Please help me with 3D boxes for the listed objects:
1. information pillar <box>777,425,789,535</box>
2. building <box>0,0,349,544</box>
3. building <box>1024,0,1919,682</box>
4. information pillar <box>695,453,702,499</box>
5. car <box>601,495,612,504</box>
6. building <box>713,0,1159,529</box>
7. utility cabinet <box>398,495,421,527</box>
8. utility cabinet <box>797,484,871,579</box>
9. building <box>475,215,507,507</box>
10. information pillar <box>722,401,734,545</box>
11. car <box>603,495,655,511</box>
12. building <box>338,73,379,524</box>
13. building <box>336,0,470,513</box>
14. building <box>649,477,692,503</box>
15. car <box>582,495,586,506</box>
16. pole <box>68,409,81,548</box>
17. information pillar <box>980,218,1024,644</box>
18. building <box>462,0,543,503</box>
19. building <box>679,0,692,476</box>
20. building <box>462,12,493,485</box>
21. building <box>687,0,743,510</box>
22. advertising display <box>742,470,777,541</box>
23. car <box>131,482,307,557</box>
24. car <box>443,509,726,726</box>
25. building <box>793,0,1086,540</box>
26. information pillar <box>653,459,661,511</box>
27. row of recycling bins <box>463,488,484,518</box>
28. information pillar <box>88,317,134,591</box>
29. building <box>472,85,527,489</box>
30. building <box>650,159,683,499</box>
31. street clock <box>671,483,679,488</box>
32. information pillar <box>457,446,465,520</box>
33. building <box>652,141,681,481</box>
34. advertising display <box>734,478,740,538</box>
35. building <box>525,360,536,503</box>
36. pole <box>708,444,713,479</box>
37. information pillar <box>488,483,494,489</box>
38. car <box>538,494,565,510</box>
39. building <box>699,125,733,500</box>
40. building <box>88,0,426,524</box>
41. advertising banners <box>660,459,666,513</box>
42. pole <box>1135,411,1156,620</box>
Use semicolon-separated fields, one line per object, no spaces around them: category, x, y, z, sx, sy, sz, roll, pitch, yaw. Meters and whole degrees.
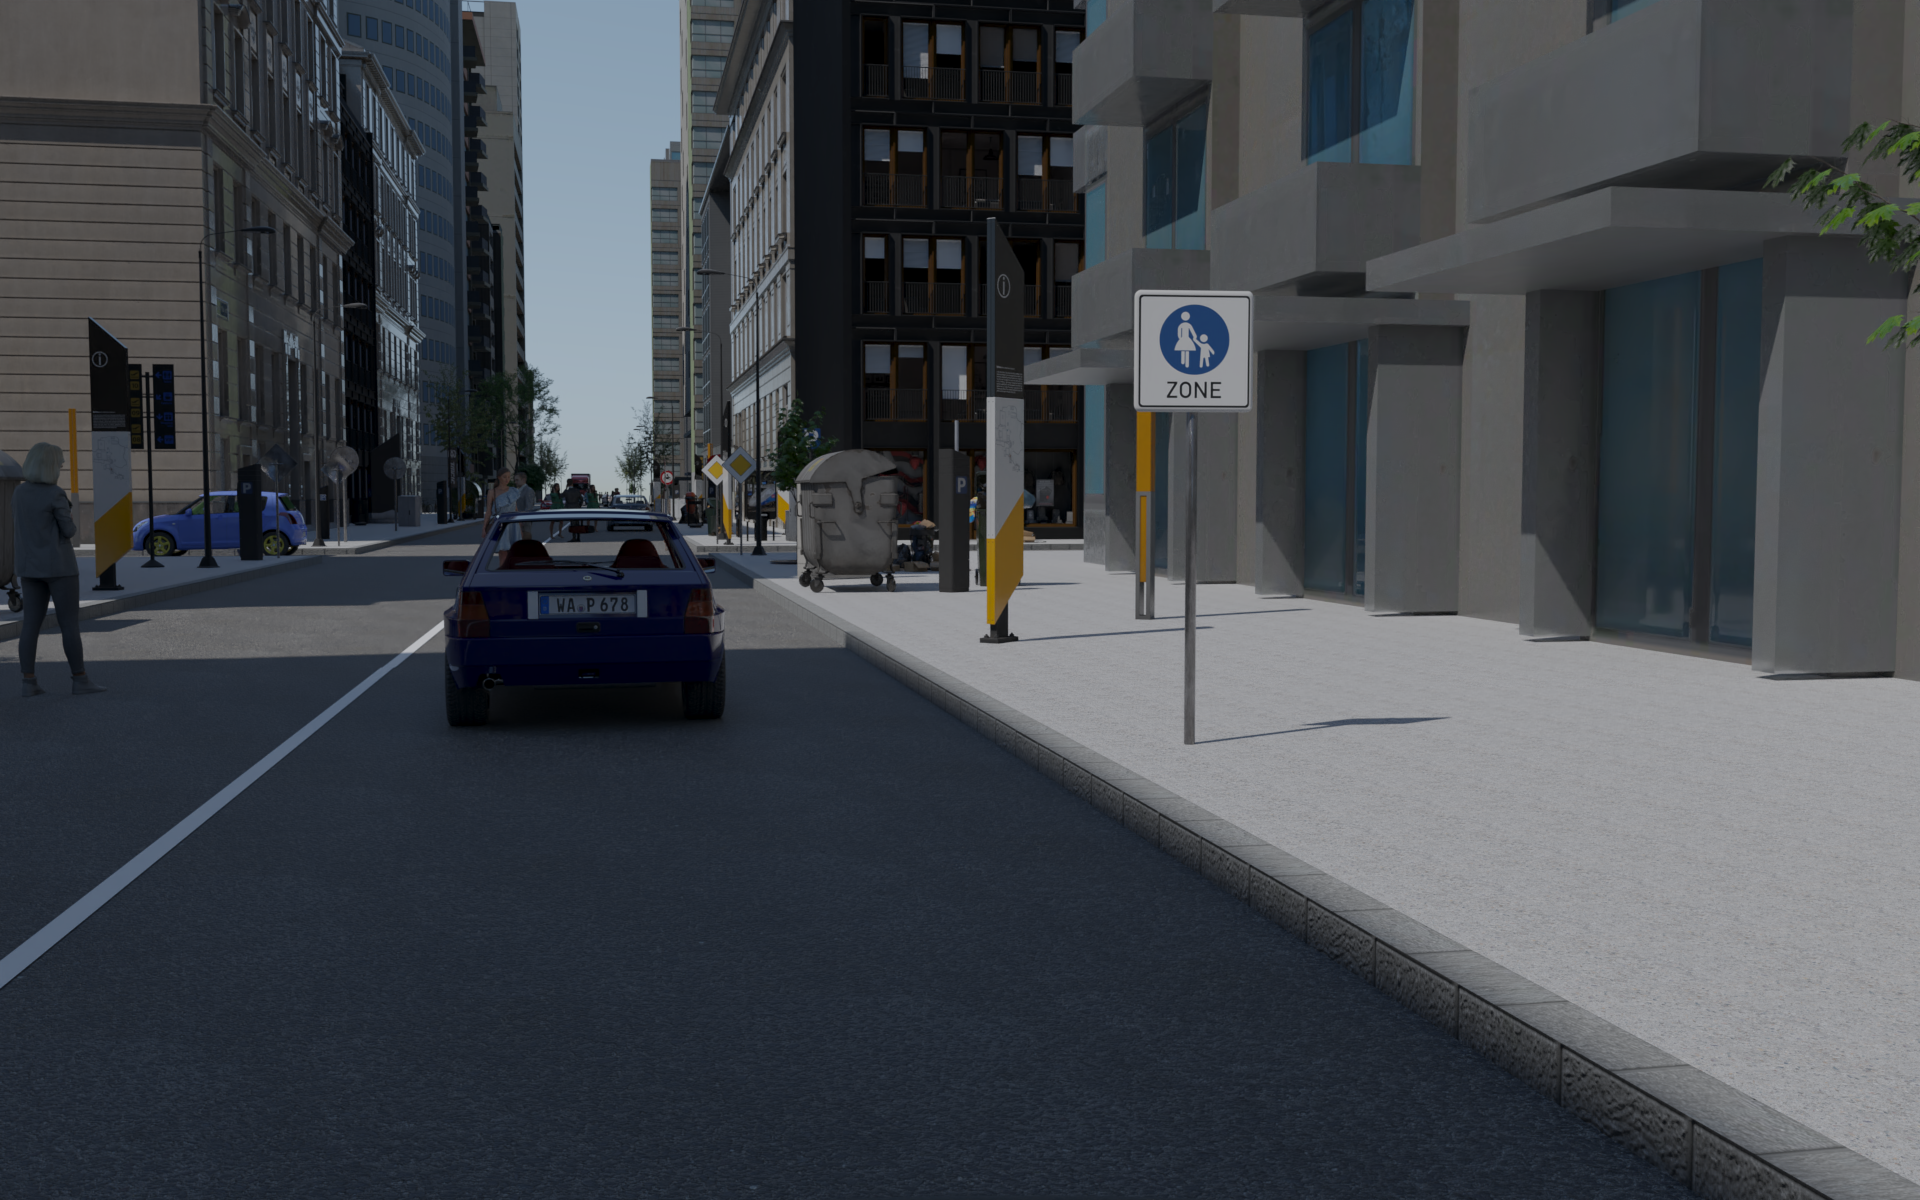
information pillar;-5.468;-3.843;54.196;0.504;3.616;0.183;2;4;25
building;-27.246;-15.744;54.676;12.463;27.353;25.104;-1;4;-12
building;14.217;-24.520;20.505;23.786;49.044;30.456;-1;4;-12
information pillar;-15.072;-6.630;99.754;0.183;3.616;0.504;3;5;43
car;-49.190;-14.055;242.160;2.083;1.381;4.827;-1;4;-11
building;-1.631;-14.793;75.148;16.112;22.955;30.059;-1;4;-12
utility cabinet;-21.830;-3.514;68.620;1.020;1.237;0.306;2;4;33
utility cabinet;-1.862;-1.064;26.072;1.173;1.500;0.318;-2;4;-35
building;-53.945;-24.753;176.420;14.160;30.474;14.107;-1;4;-12
information pillar;-5.869;-3.199;43.665;0.183;3.616;0.504;-2;4;-23
car;-12.984;-3.423;67.976;2.014;1.417;4.499;-1;4;-12
building;-32.630;-14.977;74.552;12.332;23.373;15.834;-1;4;-12
building;-47.970;-35.704;125.758;21.231;58.520;28.212;-1;4;-12
building;-31.346;-35.086;265.535;32.217;40.220;23.993;-1;4;-12
car;-46.000;-11.988;208.362;2.083;1.381;4.827;-1;4;-12
pole;-21.159;-2.908;41.384;0.158;3.312;0.155;0;3;0
information pillar;0.386;-1.445;14.973;0.183;3.616;0.504;2;4;34
building;-72.892;-50.027;256.188;20.563;71.187;20.611;-1;4;-12
building;-10.773;-34.582;154.646;28.713;52.752;27.495;-1;4;-12
building;-53.762;-30.551;154.132;22.147;44.769;28.867;-1;4;-12
building;-13.773;-27.486;132.982;14.154;41.232;14.086;-1;4;-12
advertising display;-5.435;-2.569;47.210;0.974;1.923;0.123;-3;5;-40
car;-16.794;-1.816;39.277;3.694;1.707;1.945;-1;4;-13
car;-2.649;0.025;12.173;1.945;1.354;3.894;-1;4;-13
building;3.339;-13.744;54.391;15.834;23.373;12.332;-1;4;-12
information pillar;-20.365;-7.643;116.319;0.504;3.616;0.183;-2;4;-34
row of recycling bins;-26.063;-5.242;92.822;1.069;1.692;3.534;-1;4;-21
information pillar;-11.274;-1.935;22.984;0.504;3.616;0.183;0;4;-2
building;-63.728;-35.725;207.807;21.300;48.544;21.600;-1;4;-12
building;-31.229;-32.507;215.085;14.154;41.232;14.086;-1;4;-12
street clock;-18.172;-6.478;110.485;0.471;2.002;0.358;-2;4;-31
information pillar;-24.201;-5.668;84.033;0.504;3.616;0.183;3;4;39
building;-30.389;-37.804;237.704;23.786;49.044;30.456;-1;4;-12
advertising display;-6.566;-2.820;51.326;0.123;1.923;0.974;-1;4;-14
building;-71.902;-23.709;232.688;27.650;21.520;28.899;-1;4;-12
pole;-10.092;-4.664;70.098;0.158;3.312;0.155;0;3;0
information pillar;-31.021;-6.745;114.773;0.304;2.012;0.304;2;4;28
car;-26.033;-6.276;111.648;2.155;1.783;4.494;-1;4;-10
building;-7.728;-17.456;104.474;14.314;24.678;30.058;-1;4;-12
building;-36.719;-18.178;94.472;12.463;27.353;25.104;-1;4;-12
advertising banners;-14.532;-5.426;84.909;0.090;3.025;2.074;0;4;-3
pole;1.894;-1.456;17.641;0.158;3.312;0.155;0;3;0
